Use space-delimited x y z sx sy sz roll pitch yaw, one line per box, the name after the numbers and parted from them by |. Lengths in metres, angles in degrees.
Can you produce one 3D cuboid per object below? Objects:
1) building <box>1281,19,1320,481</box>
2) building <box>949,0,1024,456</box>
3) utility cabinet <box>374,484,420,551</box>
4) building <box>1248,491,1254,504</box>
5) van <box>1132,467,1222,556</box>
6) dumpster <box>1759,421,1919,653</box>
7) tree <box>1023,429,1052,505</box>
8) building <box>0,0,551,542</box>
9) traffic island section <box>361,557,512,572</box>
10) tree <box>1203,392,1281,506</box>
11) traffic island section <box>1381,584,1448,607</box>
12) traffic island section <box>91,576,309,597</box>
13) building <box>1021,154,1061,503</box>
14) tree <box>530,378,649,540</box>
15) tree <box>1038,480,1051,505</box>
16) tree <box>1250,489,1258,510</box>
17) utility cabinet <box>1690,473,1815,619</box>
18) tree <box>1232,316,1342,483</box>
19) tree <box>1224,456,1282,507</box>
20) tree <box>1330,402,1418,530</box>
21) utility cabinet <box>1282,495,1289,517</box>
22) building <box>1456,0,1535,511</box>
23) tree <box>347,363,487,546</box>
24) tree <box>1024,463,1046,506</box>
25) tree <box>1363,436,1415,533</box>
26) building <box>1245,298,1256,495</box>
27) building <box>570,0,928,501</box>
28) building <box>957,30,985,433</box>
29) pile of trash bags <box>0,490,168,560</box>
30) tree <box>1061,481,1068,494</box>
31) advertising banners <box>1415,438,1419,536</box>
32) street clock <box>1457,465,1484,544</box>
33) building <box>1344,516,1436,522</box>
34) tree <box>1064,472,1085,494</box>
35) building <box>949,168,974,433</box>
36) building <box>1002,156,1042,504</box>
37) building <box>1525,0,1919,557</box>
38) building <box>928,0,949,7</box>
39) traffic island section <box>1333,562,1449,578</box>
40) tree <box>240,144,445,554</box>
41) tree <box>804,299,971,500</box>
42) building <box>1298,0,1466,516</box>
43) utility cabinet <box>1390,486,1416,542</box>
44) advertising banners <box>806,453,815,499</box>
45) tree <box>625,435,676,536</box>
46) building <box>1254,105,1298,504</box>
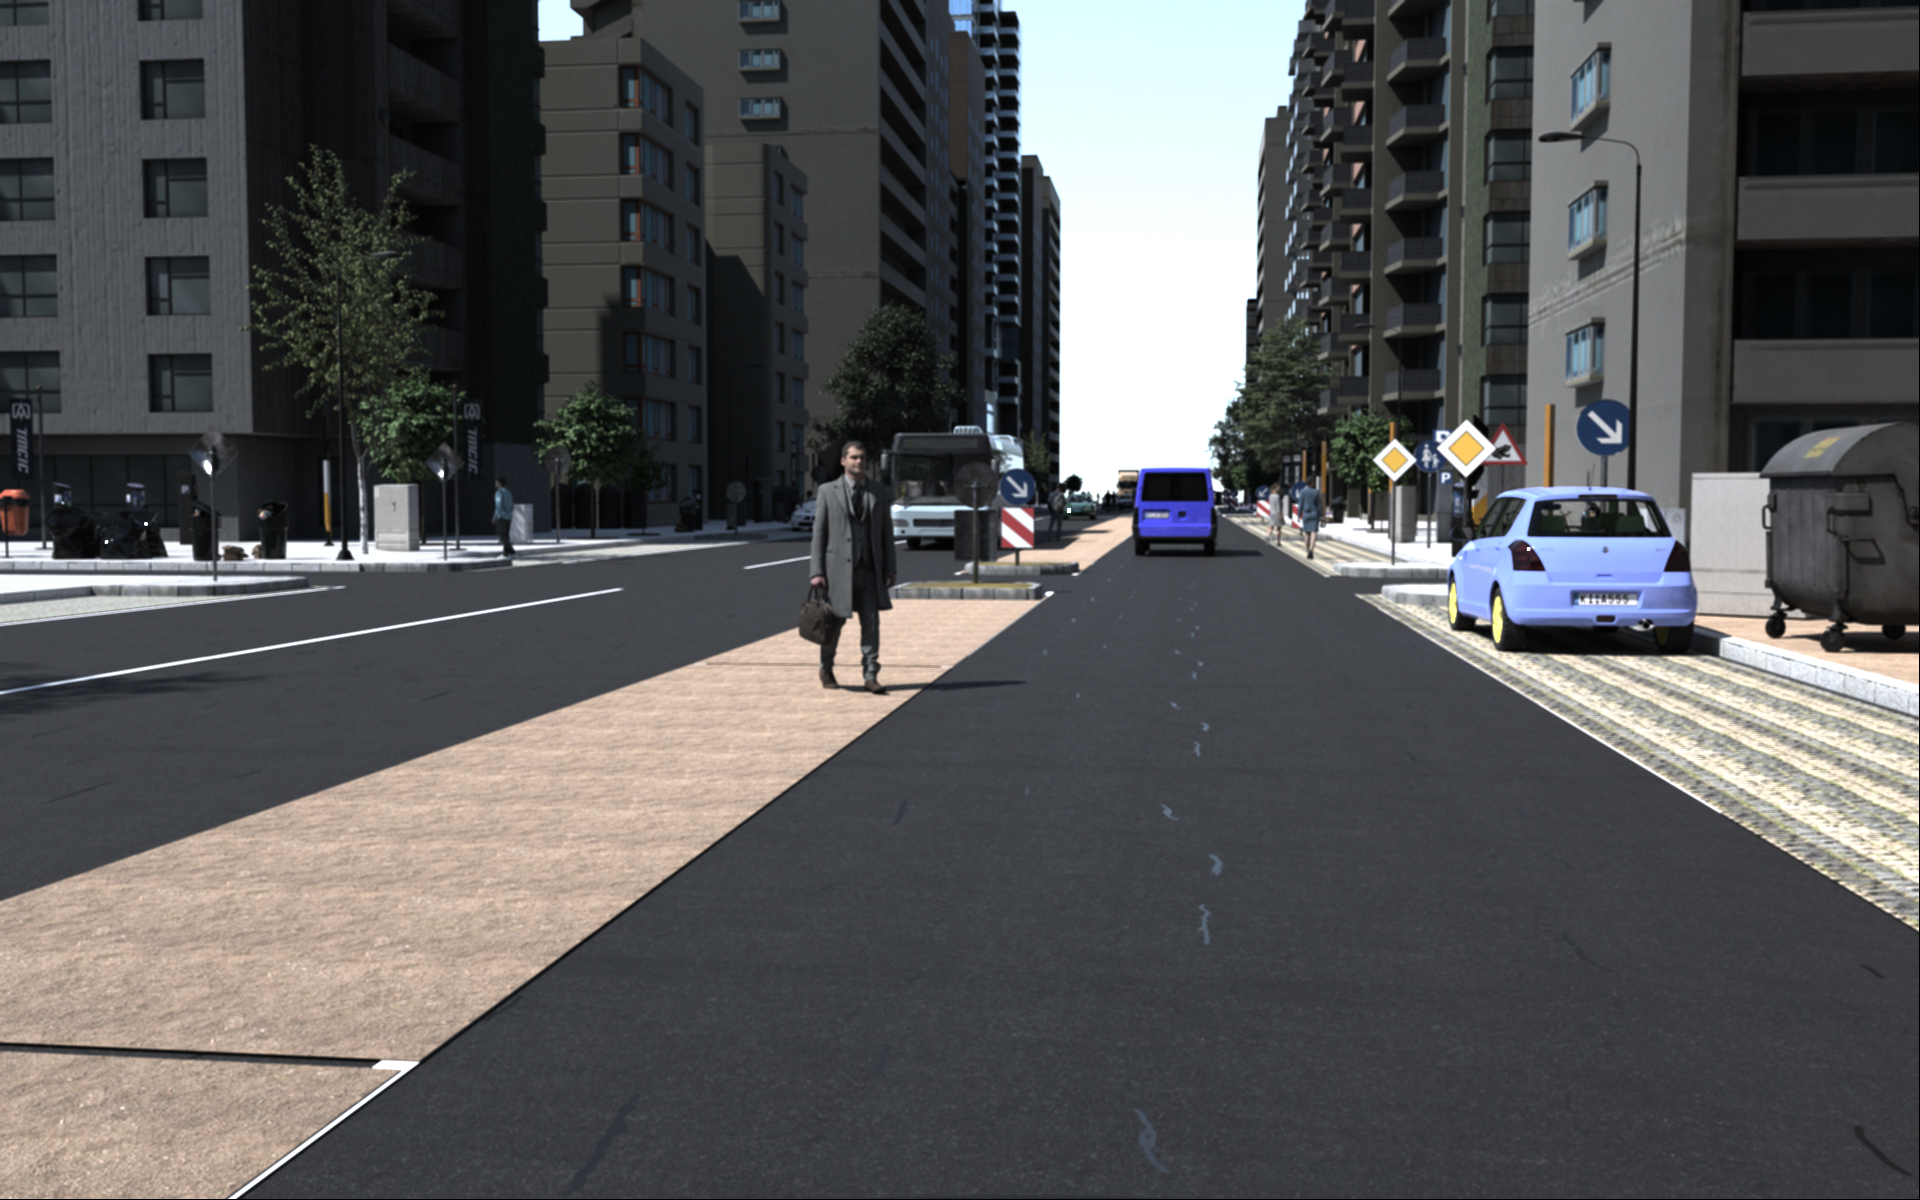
41.824 -33.059 160.116 23.786 49.044 30.456 0 4 7 | building
-2.894 -54.835 209.224 22.319 86.520 31.000 0 4 7 | building
-12.705 -1.856 39.022 1.173 1.500 0.318 2 4 33 | utility cabinet
55.582 -33.143 233.761 32.217 40.220 23.993 0 4 7 | building
5.235 -2.297 41.944 2.240 2.365 5.245 0 4 8 | van
7.662 -0.540 14.584 1.264 1.857 1.865 0 4 8 | dumpster
8.658 -14.994 195.507 4.737 8.622 4.395 0 3 0 | tree
-21.650 -17.125 51.691 14.160 30.474 14.107 0 4 7 | building
-9.945 -0.681 33.411 2.009 0.180 2.903 0 4 7 | traffic island section
31.947 -16.939 193.958 9.611 12.733 9.660 0 3 0 | tree
6.758 -0.055 23.175 2.009 0.180 2.903 0 4 7 | traffic island section
-10.982 -0.196 25.493 2.009 0.180 2.903 0 4 7 | traffic island section
3.149 -38.377 251.165 21.300 48.544 21.600 0 4 7 | building
-10.361 -4.002 49.148 4.285 4.588 4.351 0 3 0 | tree
9.902 -13.109 208.939 1.663 3.219 1.824 0 3 0 | tree
24.079 -8.932 140.632 1.663 3.219 1.824 0 3 0 | tree
8.254 -0.572 18.026 1.173 1.500 0.318 3 5 43 | utility cabinet
20.922 -11.790 110.898 7.486 12.596 7.792 0 3 0 | tree
23.782 -9.323 136.146 4.285 4.588 4.351 0 3 0 | tree
14.735 -4.781 61.889 4.285 4.588 4.351 0 3 0 | tree
18.676 -5.356 98.726 0.306 1.237 1.020 -1 4 -8 | utility cabinet
24.311 -17.601 59.473 14.160 30.474 14.107 0 4 7 | building
-13.599 -3.657 43.505 4.285 4.588 4.351 0 3 0 | tree
7.291 -11.995 179.825 4.285 4.588 4.351 0 3 0 | tree
13.957 -3.836 57.328 1.663 3.219 1.824 0 3 0 | tree
48.845 -29.505 254.113 14.160 30.474 14.107 0 4 7 | building
-14.306 -30.346 119.866 21.300 48.544 21.600 0 4 7 | building
-5.247 -31.580 166.447 14.600 45.320 14.200 0 4 7 | building
-17.722 -1.531 34.784 3.447 1.369 1.912 1 4 9 | pile of trash bags
14.181 -14.899 238.194 1.663 3.219 1.824 0 3 0 | tree
14.237 -3.535 53.988 0.090 3.025 2.074 1 4 18 | advertising banners
9.663 -1.728 32.825 0.471 2.002 0.358 1 4 10 | street clock
30.213 -26.554 88.775 22.147 44.769 28.867 0 4 7 | building
16.805 -16.600 255.127 4.285 4.588 4.351 0 3 0 | tree
-6.612 -23.300 152.660 14.160 30.474 14.107 0 4 7 | building
3.537 -35.614 232.392 14.600 45.320 14.200 0 4 7 | building
25.314 -25.482 40.340 21.600 48.544 21.300 0 4 7 | building
-8.651 -29.794 137.246 14.600 45.320 14.200 0 4 7 | building
7.794 -0.539 31.093 2.009 0.180 2.903 0 4 7 | traffic island section
-12.773 -5.274 36.588 4.737 8.622 4.395 0 3 0 | tree
-3.947 -11.305 101.848 9.611 12.733 9.660 0 3 0 | tree
37.360 -29.134 130.971 22.147 44.769 28.867 0 4 7 | building
11.719 -2.272 45.822 0.318 1.500 1.173 2 4 32 | utility cabinet
-6.439 -4.800 74.669 0.090 3.025 2.074 -1 4 -14 | advertising banners
-9.941 -3.625 53.877 1.663 3.219 1.824 0 3 0 | tree
47.393 -35.959 211.625 21.300 48.544 21.600 0 4 7 | building
